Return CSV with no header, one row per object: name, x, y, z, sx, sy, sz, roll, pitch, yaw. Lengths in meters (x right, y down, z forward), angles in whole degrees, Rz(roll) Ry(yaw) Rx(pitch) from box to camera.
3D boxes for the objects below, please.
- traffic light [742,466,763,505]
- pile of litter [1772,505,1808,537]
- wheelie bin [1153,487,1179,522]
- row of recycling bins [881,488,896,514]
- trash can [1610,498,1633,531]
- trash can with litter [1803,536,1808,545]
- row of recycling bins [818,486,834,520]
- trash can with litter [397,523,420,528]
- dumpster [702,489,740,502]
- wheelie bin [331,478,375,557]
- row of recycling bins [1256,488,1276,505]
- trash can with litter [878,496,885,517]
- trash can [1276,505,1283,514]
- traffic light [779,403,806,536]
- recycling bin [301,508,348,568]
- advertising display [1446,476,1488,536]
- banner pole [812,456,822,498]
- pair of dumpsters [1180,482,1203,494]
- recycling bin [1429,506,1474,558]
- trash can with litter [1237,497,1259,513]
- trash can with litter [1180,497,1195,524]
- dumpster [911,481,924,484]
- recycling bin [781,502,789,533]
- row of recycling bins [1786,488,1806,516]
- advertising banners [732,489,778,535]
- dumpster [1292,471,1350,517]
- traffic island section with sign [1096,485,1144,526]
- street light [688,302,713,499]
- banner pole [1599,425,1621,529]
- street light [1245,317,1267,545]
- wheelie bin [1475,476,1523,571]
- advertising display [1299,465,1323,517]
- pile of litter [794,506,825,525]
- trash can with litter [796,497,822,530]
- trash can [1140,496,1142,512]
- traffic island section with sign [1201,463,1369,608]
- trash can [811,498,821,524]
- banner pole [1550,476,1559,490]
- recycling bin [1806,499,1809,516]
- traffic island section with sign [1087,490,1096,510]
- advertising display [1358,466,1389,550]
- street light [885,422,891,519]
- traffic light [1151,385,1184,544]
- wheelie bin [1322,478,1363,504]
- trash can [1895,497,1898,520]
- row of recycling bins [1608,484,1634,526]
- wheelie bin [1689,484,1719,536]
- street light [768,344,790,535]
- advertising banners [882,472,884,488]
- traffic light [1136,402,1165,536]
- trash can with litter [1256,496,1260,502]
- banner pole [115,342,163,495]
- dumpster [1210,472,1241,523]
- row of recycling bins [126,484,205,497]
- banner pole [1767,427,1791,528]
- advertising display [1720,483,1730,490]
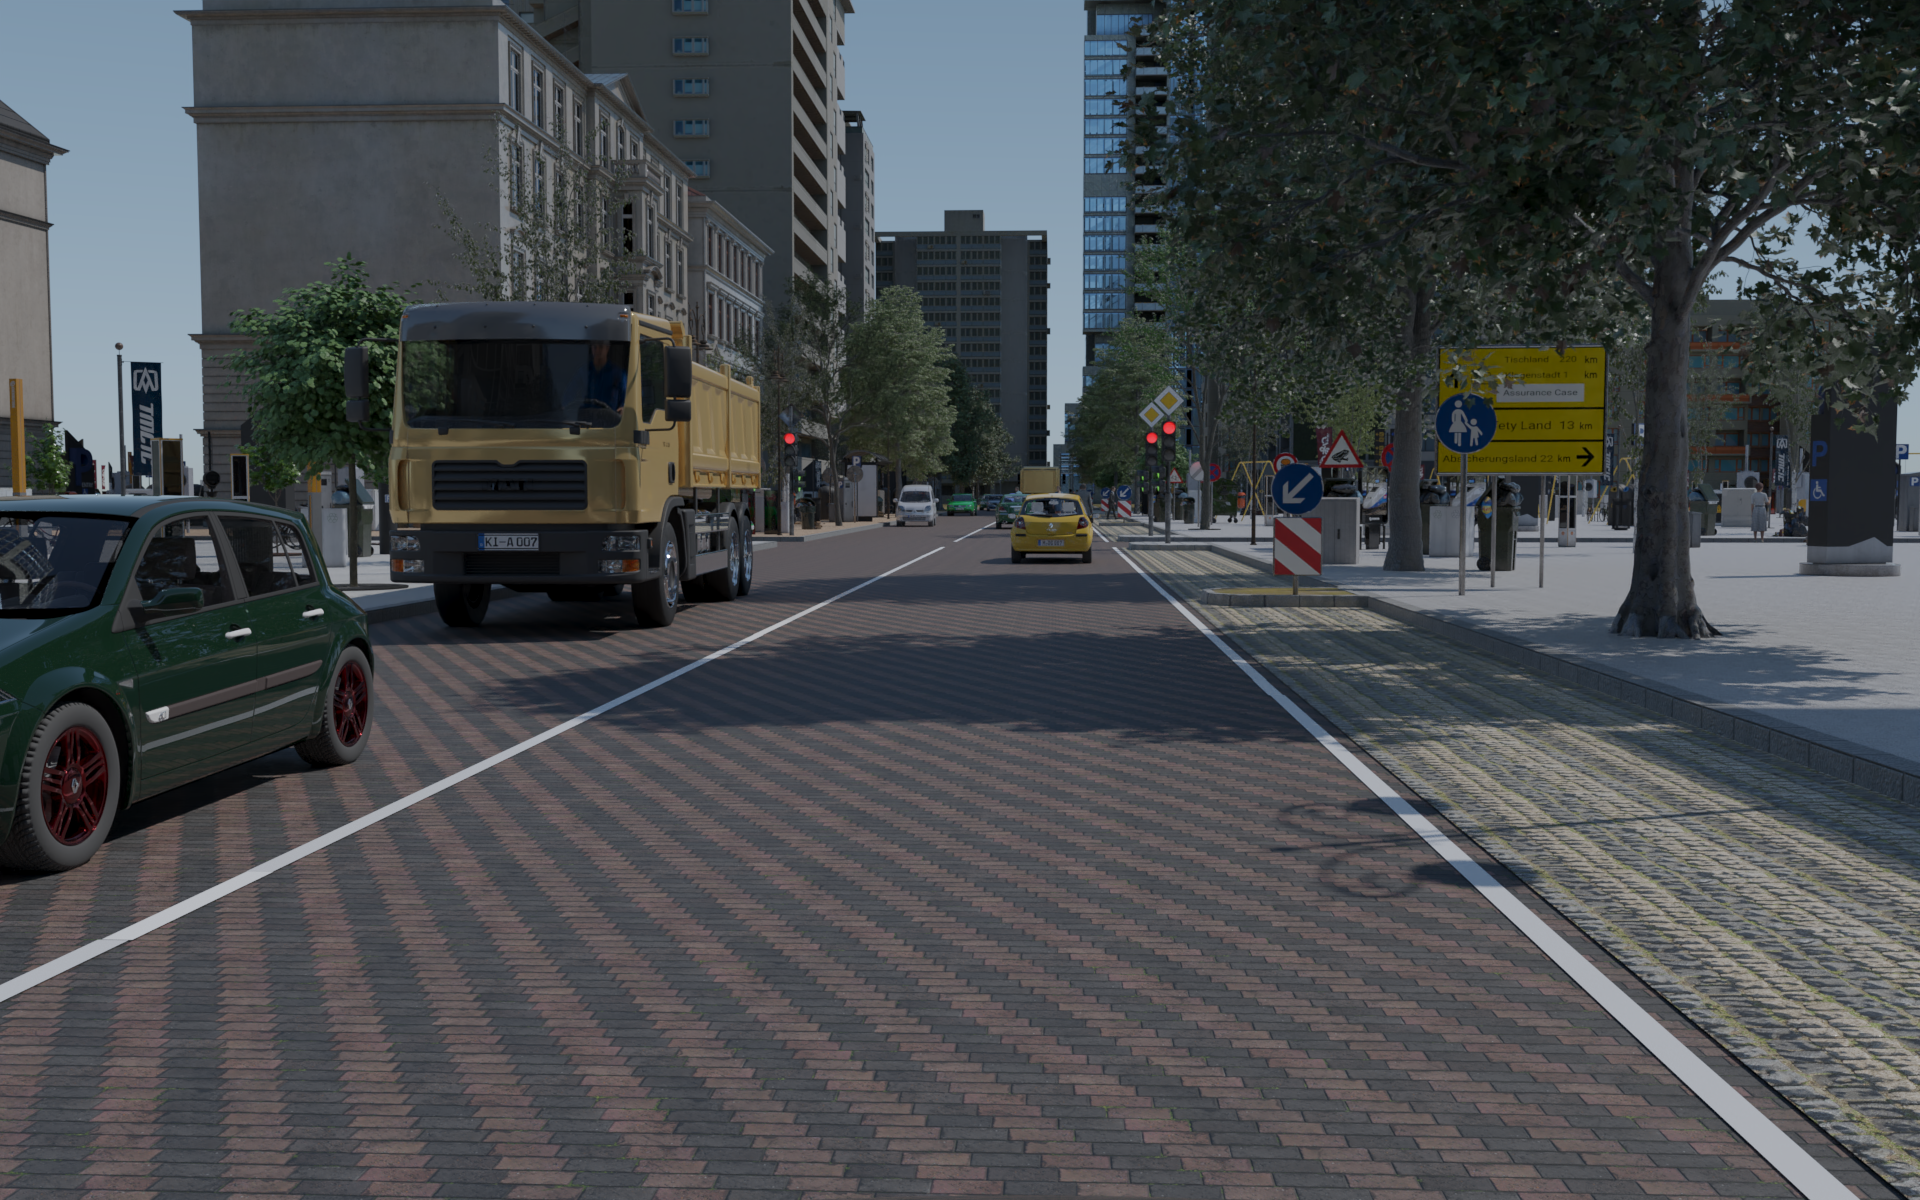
traffic light,-5.622,-3.456,45.424,0.839,4.253,0.868,0,4,3
pile of litter,25.089,-2.330,52.064,1.176,0.858,1.719,-1,4,-13
wheelie bin,9.226,-4.332,78.739,0.980,1.594,0.693,-2,4,-23
row of recycling bins,-4.422,-6.455,112.659,3.534,1.692,1.069,-1,4,-16
trash can,23.349,-3.028,61.155,0.748,1.137,0.748,0,3,0
trash can with litter,21.437,-1.938,43.070,0.624,1.170,1.055,-1,4,-17
row of recycling bins,-6.268,-4.904,87.289,1.069,1.692,3.534,1,4,17
trash can with litter,-20.685,-3.283,65.064,1.055,1.170,0.624,-1,4,-11
dumpster,-8.176,-3.375,57.671,1.502,2.255,1.985,0,4,3
wheelie bin,-12.356,-1.671,35.224,0.693,1.594,0.980,0,4,4
row of recycling bins,22.143,-6.942,120.615,3.534,1.692,1.069,0,4,7
trash can with litter,-4.452,-5.235,96.972,0.624,1.170,1.055,-2,4,-23
trash can,20.834,-6.160,112.373,0.748,1.137,0.748,0,3,0
traffic light,-5.184,-3.943,53.397,0.839,4.253,0.868,0,4,3
recycling bin,-11.171,-1.095,30.460,0.722,1.027,0.722,-1,4,-16
advertising display,11.786,-2.145,40.279,0.974,1.923,0.123,-1,4,-11
banner pole,-9.490,-7.609,114.416,0.863,3.779,0.401,-2,4,-33
pair of dumpsters,13.379,-5.897,98.915,1.574,2.255,4.437,0,4,3
recycling bin,10.059,-1.399,35.421,0.722,1.027,0.722,2,4,33
trash can with litter,19.678,-6.464,116.737,1.678,1.210,2.233,-3,5,-43
trash can with litter,9.829,-3.869,74.644,0.624,1.170,1.055,1,4,9
dumpster,-3.035,-7.183,119.939,1.502,2.255,1.985,0,4,3
recycling bin,-5.915,-2.705,56.777,0.722,1.027,0.722,0,4,5
row of recycling bins,50.777,-5.833,102.485,3.534,1.692,1.069,3,5,41
advertising banners,-6.705,-3.590,54.885,2.074,3.025,0.090,0,4,5
dumpster,8.434,-2.120,40.418,1.264,1.857,1.865,0,4,3
traffic island section with sign,7.212,-4.211,77.484,1.989,1.847,2.006,0,4,3
street light,-6.309,-4.217,41.736,0.468,5.910,1.993,0,4,3
banner pole,23.674,-4.460,62.932,0.863,3.779,0.401,1,4,8
street light,7.373,-4.315,43.345,0.468,5.910,1.993,0,4,3
wheelie bin,9.052,-1.294,29.072,0.693,1.594,0.980,2,4,27
advertising display,7.899,-2.049,38.713,0.123,1.923,0.974,-2,4,-29
pile of litter,-6.461,-3.633,73.366,1.719,0.858,1.176,-2,4,-28
trash can with litter,-5.449,-3.144,62.798,0.624,1.170,1.055,2,4,24
trash can,12.757,-6.817,123.109,0.748,1.137,0.748,0,3,0
traffic island section with sign,4.205,-0.861,22.705,1.989,1.847,2.006,0,4,3
trash can,-6.029,-3.634,71.063,0.748,1.137,0.748,0,3,0
banner pole,41.463,-7.934,119.743,0.863,3.779,0.401,-1,4,-18
recycling bin,40.444,-4.245,81.956,0.722,1.027,0.722,2,4,29
traffic island section with sign,8.725,-5.895,105.003,1.989,1.847,2.006,0,4,3
advertising display,9.531,-2.126,39.975,0.974,1.923,0.123,-3,4,-38
street light,-3.674,-7.089,88.699,0.468,5.910,1.993,0,4,3
traffic light,5.373,-3.420,44.838,0.839,4.253,0.868,0,4,3
wheelie bin,7.544,-1.618,34.355,0.980,1.594,0.693,-1,4,-13
trash can,47.888,-4.753,89.369,0.748,1.137,0.748,0,3,0
row of recycling bins,27.209,-3.814,69.476,1.069,1.692,3.534,-1,4,-10
wheelie bin,22.884,-2.780,53.367,0.980,1.594,0.693,-2,4,-35
street light,-5.606,-4.947,53.664,0.468,5.910,1.993,0,4,3
advertising banners,-5.056,-7.330,116.030,0.090,3.025,2.074,-1,4,-9
traffic light,5.811,-3.908,52.811,0.839,4.253,0.868,0,4,3
trash can with litter,18.407,-5.997,109.432,1.055,1.170,0.624,1,4,16
banner pole,-13.675,-2.372,28.802,0.863,3.779,0.401,-2,4,-29
dumpster,11.586,-4.530,76.563,1.502,2.255,1.985,0,4,3
row of recycling bins,-31.560,-3.779,68.903,1.069,1.692,3.534,2,4,32
banner pole,30.509,-4.567,64.694,0.863,3.779,0.401,0,4,5
advertising display,43.306,-5.681,98.098,0.123,1.923,0.974,0,4,-2
